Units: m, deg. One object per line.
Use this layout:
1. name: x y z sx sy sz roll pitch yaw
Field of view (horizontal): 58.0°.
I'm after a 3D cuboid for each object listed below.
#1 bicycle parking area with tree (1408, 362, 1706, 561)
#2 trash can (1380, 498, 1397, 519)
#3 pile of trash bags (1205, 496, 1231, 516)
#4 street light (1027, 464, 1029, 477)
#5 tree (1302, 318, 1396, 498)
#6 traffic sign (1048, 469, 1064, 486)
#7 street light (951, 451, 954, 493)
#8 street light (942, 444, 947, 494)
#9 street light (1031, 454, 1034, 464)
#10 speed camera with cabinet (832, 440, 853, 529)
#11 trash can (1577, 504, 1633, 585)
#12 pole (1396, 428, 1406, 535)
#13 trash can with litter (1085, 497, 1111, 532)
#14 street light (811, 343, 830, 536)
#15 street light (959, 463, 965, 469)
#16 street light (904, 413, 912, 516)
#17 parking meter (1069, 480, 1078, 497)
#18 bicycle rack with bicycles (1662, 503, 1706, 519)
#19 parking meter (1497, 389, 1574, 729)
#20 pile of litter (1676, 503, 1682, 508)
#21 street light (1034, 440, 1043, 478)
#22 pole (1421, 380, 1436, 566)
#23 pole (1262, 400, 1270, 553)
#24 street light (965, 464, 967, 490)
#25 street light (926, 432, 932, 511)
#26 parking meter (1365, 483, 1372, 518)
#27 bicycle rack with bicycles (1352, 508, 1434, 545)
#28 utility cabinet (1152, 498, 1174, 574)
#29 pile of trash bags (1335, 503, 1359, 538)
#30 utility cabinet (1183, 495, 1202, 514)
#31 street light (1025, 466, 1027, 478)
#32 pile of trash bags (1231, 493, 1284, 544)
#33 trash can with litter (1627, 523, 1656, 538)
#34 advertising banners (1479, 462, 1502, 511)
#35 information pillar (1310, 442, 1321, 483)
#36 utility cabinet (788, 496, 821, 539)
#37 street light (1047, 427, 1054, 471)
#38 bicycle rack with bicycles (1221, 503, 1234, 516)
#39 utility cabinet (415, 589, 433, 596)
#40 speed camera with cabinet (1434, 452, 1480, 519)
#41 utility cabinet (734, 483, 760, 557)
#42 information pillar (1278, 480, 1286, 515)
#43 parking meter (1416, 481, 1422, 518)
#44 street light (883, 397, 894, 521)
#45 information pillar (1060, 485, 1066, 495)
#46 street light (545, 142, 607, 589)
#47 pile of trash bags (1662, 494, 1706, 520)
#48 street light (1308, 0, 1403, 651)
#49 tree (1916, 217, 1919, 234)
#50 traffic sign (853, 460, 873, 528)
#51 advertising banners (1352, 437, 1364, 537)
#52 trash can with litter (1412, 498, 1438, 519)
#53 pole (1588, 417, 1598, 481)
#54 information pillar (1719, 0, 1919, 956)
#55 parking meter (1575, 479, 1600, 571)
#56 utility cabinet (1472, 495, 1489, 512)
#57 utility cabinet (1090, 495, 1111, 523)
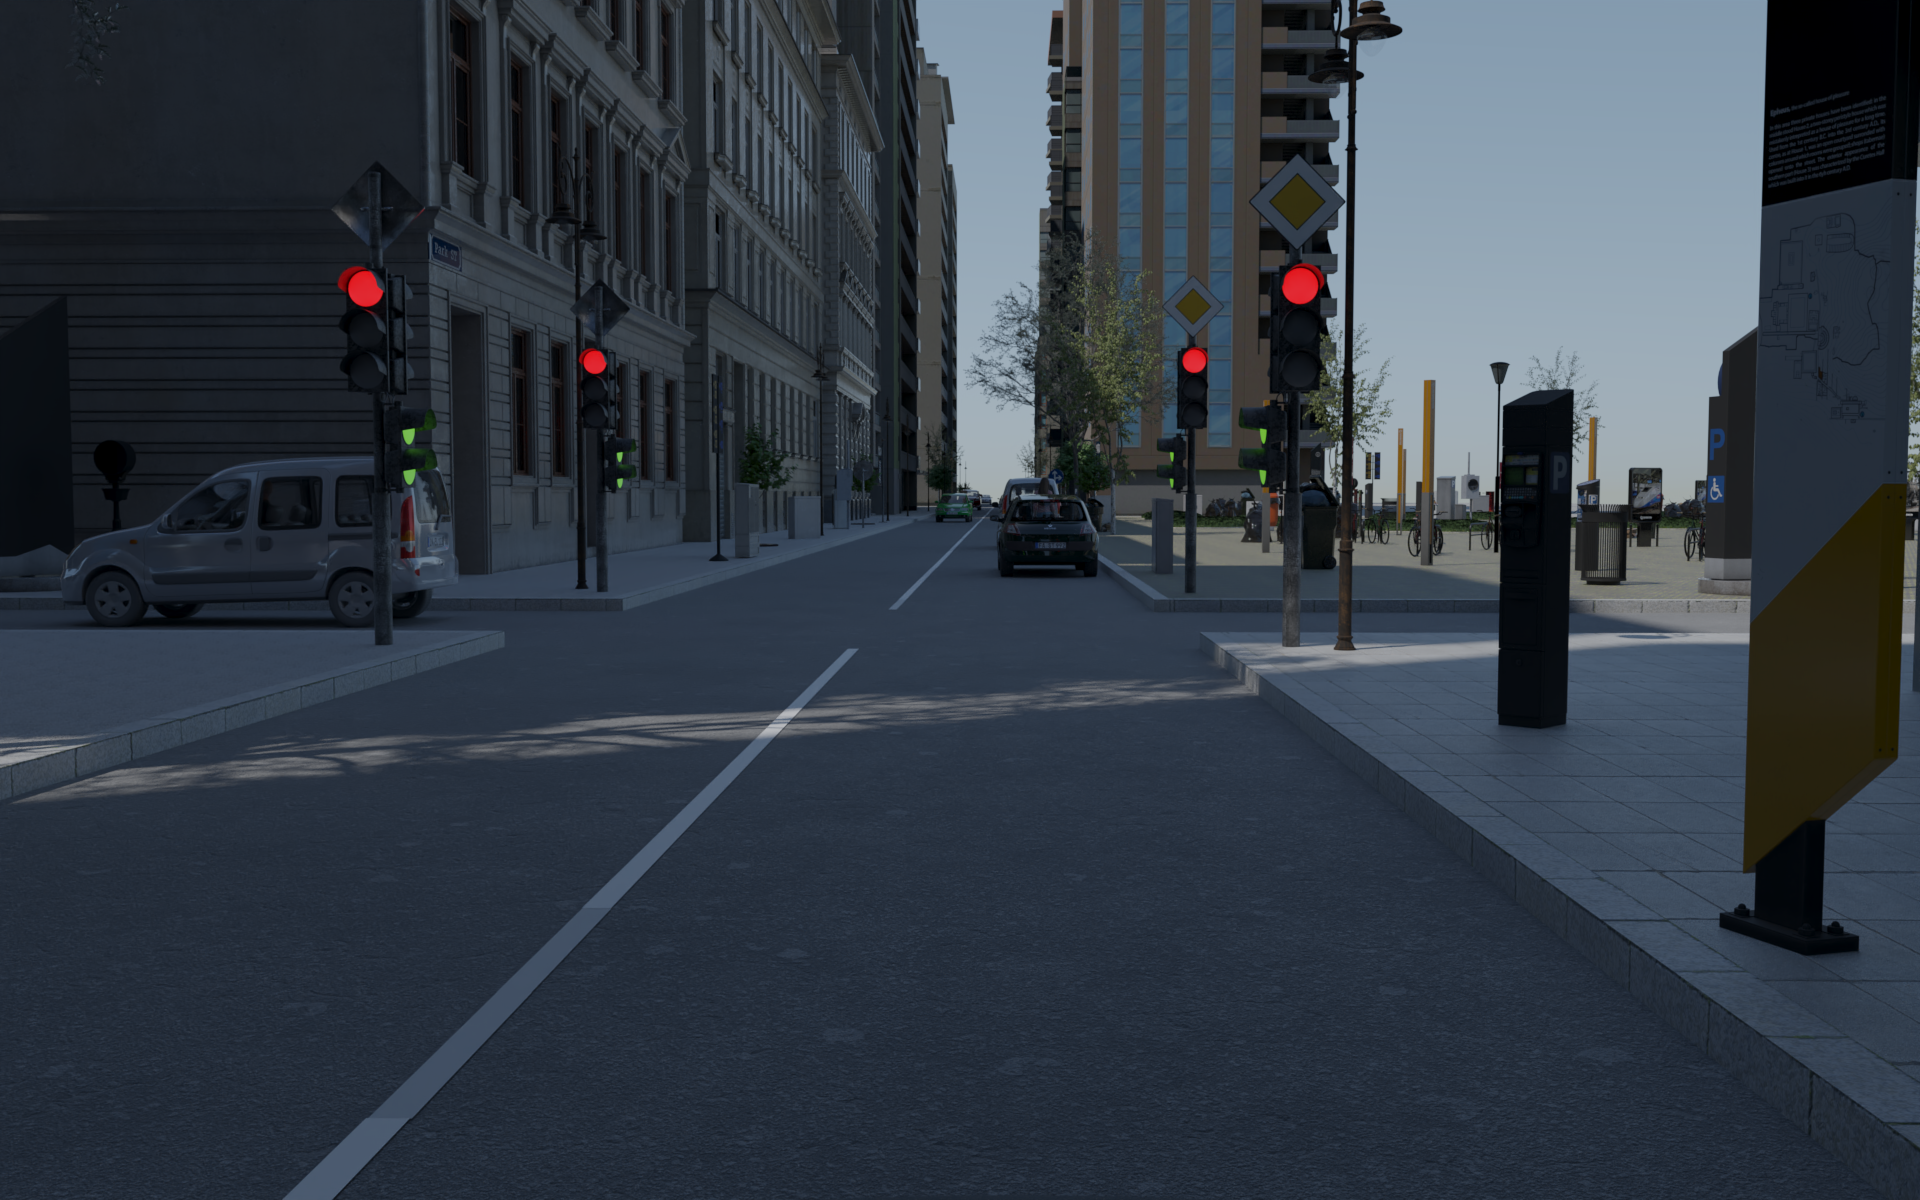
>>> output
1. bicycle parking area with tree: 14.068 -3.030 36.539 8.231 4.147 9.016 3 5 44
2. trash can: 15.640 -3.137 62.945 0.748 1.137 0.748 0 3 0
3. pile of trash bags: 14.367 -4.973 91.065 1.912 1.369 3.447 3 5 39
4. street light: 8.161 -13.696 196.715 0.468 5.910 1.993 0 4 2
5. tree: 16.149 -7.527 73.427 4.737 8.622 4.395 0 3 0
6. traffic sign: 4.867 -5.364 87.807 0.768 2.556 0.104 0 4 4
7. street light: -0.823 -12.840 182.716 0.468 5.910 1.993 0 4 2
8. street light: -1.425 -11.363 158.568 0.468 5.910 1.993 0 4 2
9. street light: 7.564 -12.264 173.303 0.468 5.910 1.993 0 4 2
10. speed camera with cabinet: -4.361 -4.248 63.792 0.660 3.252 2.038 -1 4 -8
11. trash can: 9.107 -0.785 24.483 0.748 1.137 0.748 0 3 0
12. pole: 13.644 -3.661 53.704 0.158 3.312 0.155 0 3 0
13. trash can with litter: 4.715 -2.894 58.699 1.055 1.170 0.624 -3 4 -39
14. street light: -4.258 -4.912 53.092 0.468 5.910 1.993 0 4 2
15. street light: 0.017 -14.639 212.129 0.468 5.910 1.993 0 4 2
16. street light: -3.003 -7.744 99.407 0.468 5.910 1.993 0 4 2
17. parking meter: 4.750 -4.086 72.510 0.255 1.863 0.399 2 4 30
18. bicycle rack with bicycles: 27.903 -3.312 67.535 2.852 0.926 2.925 2 4 32
19. parking meter: 3.181 -0.237 9.582 0.399 1.863 0.255 -3 5 -45
20. pile of litter: 36.949 -4.582 88.881 1.719 0.858 1.176 3 5 42
21. street light: 6.655 -10.465 143.891 0.468 5.910 1.993 0 4 2
22. pole: 8.381 -2.272 30.998 0.158 3.312 0.155 0 3 0
23. pole: 6.675 -2.684 37.718 0.158 3.312 0.155 0 3 0
24. street light: 0.802 -16.438 241.544 0.468 5.910 1.993 0 4 2
25. street light: -2.341 -9.544 128.825 0.468 5.910 1.993 0 4 2
26. parking meter: 21.648 -5.267 91.823 0.255 1.863 0.399 -1 4 -15
27. bicycle rack with bicycles: 11.231 -1.931 44.958 2.852 0.926 2.925 1 4 16
28. utility cabinet: 3.321 -1.052 28.368 0.306 1.237 1.020 0 4 3
29. pile of trash bags: 10.620 -2.486 50.398 1.912 1.369 3.447 1 4 12
30. utility cabinet: 13.093 -5.272 97.356 1.020 1.237 0.306 0 4 -1
31. street light: 8.910 -15.495 226.131 0.468 5.910 1.993 0 4 2
32. pile of trash bags: 8.336 -2.205 45.812 1.912 1.369 3.447 1 4 13
33. trash can with litter: 19.541 -2.353 49.865 0.624 1.170 1.055 -3 4 -39
34. advertising banners: 28.872 -6.007 94.406 2.074 3.025 0.090 3 4 37
35. information pillar: 16.054 -5.309 78.159 0.504 3.616 0.183 0 4 -8
36. utility cabinet: -4.475 -2.360 49.749 0.306 1.237 1.020 3 5 43
37. street light: 5.949 -8.630 113.883 0.468 5.910 1.993 0 4 2
38. bicycle rack with bicycles: 12.231 -3.708 74.014 2.852 0.926 2.925 1 4 11
39. utility cabinet: -7.210 -0.664 22.023 1.020 1.237 0.306 1 4 21
40. speed camera with cabinet: 23.329 -5.321 81.339 2.038 3.252 0.660 -1 4 -10
41. utility cabinet: -4.296 -1.614 35.060 0.318 1.500 1.173 0 4 3
42. information pillar: 16.608 -5.192 89.374 0.304 2.012 0.304 2 4 26
43. parking meter: 21.055 -4.505 79.374 0.255 1.863 0.399 2 4 28
44. street light: -3.446 -6.714 82.565 0.468 5.910 1.993 0 4 2
45. information pillar: 5.702 -5.602 96.081 0.304 2.012 0.304 -1 4 -9
46. street light: -5.118 -3.087 23.265 0.468 5.910 1.993 0 4 2
47. pile of trash bags: 31.698 -4.066 76.227 3.447 1.369 1.912 -2 4 -26
48. street light: 3.166 -2.525 14.076 0.468 5.910 1.993 0 4 2
49. tree: 23.568 -5.552 41.146 4.737 8.622 4.395 0 3 0
50. traffic sign: -3.658 -3.989 65.329 0.768 2.556 0.104 0 4 3
51. advertising banners: 12.053 -3.457 52.706 0.090 3.025 2.074 0 4 3
52. trash can with litter: 18.967 -3.638 70.872 1.055 1.170 0.624 -1 4 -17
53. pole: 16.790 -3.190 46.001 0.158 3.312 0.155 0 3 0
54. information pillar: 2.410 -0.823 4.806 0.183 3.616 0.504 -1 4 -17
55. parking meter: 10.495 -1.257 28.971 0.372 1.533 0.369 0 3 0
56. utility cabinet: 27.244 -4.876 90.885 1.020 1.237 0.306 -1 4 -19
57. utility cabinet: 6.307 -4.038 77.182 1.020 1.237 0.306 -2 4 -24
